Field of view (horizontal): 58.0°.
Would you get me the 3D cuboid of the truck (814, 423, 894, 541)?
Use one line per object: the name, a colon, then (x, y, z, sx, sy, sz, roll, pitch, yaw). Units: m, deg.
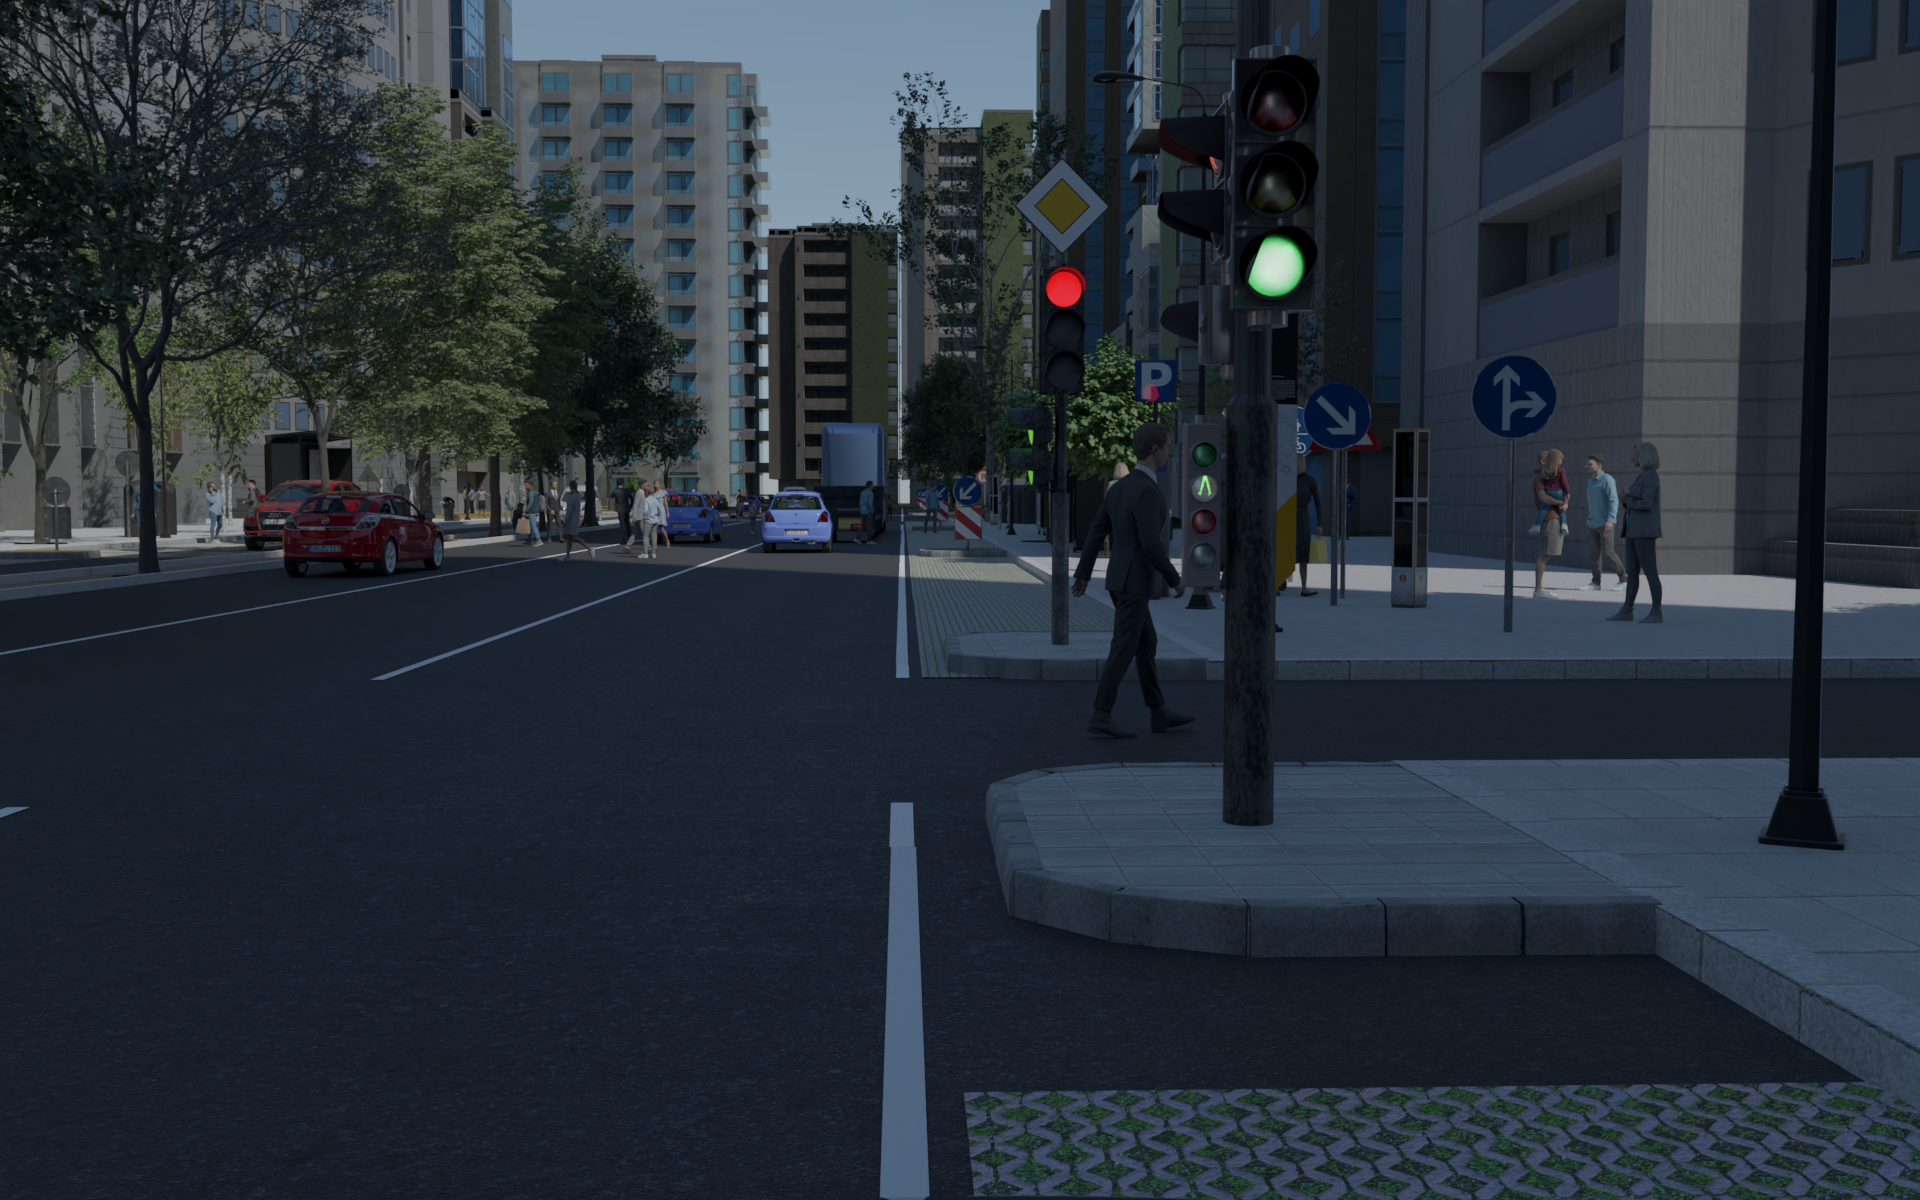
truck: (-3.970, -4.305, 60.149, 2.967, 4.110, 18.799, 0, 4, -1)

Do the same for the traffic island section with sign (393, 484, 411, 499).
traffic island section with sign: (-21.358, -3.507, 65.964, 1.989, 1.847, 2.006, 0, 4, -2)

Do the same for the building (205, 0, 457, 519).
building: (-44.144, -34.220, 101.497, 21.231, 58.520, 28.212, 0, 4, -2)

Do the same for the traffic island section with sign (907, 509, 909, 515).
traffic island section with sign: (-2.516, -6.633, 117.083, 1.989, 1.847, 2.006, 0, 4, -2)

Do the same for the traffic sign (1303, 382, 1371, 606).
traffic sign: (4.300, -1.207, 19.844, 0.768, 2.556, 0.104, 0, 4, 6)

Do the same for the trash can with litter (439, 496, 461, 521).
trash can with litter: (-24.158, -4.325, 82.108, 0.624, 1.170, 1.055, 1, 4, 15)

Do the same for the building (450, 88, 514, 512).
building: (-40.675, -21.523, 123.600, 14.160, 30.474, 14.107, 0, 4, -2)

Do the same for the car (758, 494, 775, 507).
car: (-15.609, -8.002, 140.626, 2.009, 1.686, 4.222, 0, 4, -1)

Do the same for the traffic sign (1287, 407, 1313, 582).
traffic sign: (4.817, -1.535, 25.198, 0.768, 2.556, 0.104, 0, 4, 3)

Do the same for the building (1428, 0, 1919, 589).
building: (24.591, -29.883, 30.582, 28.212, 58.520, 21.231, 0, 4, -2)

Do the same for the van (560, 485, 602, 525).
van: (-18.190, -4.629, 82.702, 2.013, 2.044, 4.112, 0, 4, -3)

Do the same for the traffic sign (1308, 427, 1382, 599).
traffic sign: (4.690, -1.294, 21.163, 0.884, 2.594, 0.081, 0, 4, 7)

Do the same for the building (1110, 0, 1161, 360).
building: (19.378, -48.904, 112.256, 22.319, 86.520, 31.000, 0, 4, -2)

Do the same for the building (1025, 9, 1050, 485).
building: (13.473, -28.566, 150.647, 14.154, 41.232, 14.086, 0, 4, -2)

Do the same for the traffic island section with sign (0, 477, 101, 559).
traffic island section with sign: (-20.446, -1.839, 38.704, 1.989, 1.847, 2.006, 0, 4, -2)

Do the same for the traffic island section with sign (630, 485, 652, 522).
traffic island section with sign: (-16.103, -4.950, 89.066, 2.006, 1.907, 1.989, 0, 4, -2)

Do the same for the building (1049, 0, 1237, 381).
building: (14.504, -29.726, 136.122, 14.600, 45.320, 14.200, 0, 4, -2)

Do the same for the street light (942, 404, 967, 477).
street light: (-0.207, -7.138, 89.251, 1.470, 5.913, 1.316, 0, 4, -2)

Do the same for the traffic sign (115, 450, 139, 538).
traffic sign: (-24.322, -3.090, 50.624, 0.768, 2.556, 0.104, 0, 4, 4)

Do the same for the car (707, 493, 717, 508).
car: (-19.903, -7.661, 134.293, 2.155, 1.783, 4.494, 0, 4, -1)

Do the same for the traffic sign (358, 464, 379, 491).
traffic sign: (-25.329, -4.534, 74.128, 0.884, 2.594, 0.081, 0, 4, -1)

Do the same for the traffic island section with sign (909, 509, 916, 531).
traffic island section with sign: (-0.889, -3.637, 68.089, 1.989, 1.847, 2.006, 0, 4, -2)

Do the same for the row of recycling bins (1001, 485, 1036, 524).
row of recycling bins: (2.587, -4.170, 75.297, 1.069, 1.692, 3.534, -1, 4, -22)

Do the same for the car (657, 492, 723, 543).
car: (-8.068, -2.568, 51.579, 1.945, 1.707, 3.694, 0, 4, -1)

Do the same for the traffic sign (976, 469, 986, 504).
traffic sign: (1.210, -5.418, 88.683, 0.768, 2.556, 0.104, 0, 4, 1)

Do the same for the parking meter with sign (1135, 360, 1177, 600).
parking meter with sign: (2.415, -1.559, 21.755, 0.543, 3.016, 1.738, 1, 4, 9)

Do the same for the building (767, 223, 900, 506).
building: (-13.563, -25.427, 187.440, 14.107, 30.474, 14.160, 0, 4, -2)

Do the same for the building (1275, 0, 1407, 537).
building: (17.435, -24.919, 57.543, 14.600, 45.320, 14.200, 0, 4, -2)

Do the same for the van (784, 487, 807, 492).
van: (-9.637, -5.804, 101.906, 2.013, 2.044, 4.112, 0, 4, -3)

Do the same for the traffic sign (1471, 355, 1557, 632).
traffic sign: (5.095, -0.974, 16.023, 0.768, 2.556, 0.104, 0, 4, 6)

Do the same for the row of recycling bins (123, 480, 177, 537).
row of recycling bins: (-24.736, -2.798, 52.853, 1.069, 1.692, 3.534, -1, 4, -12)

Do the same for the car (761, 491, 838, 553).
car: (-4.039, -2.065, 43.348, 1.945, 1.707, 3.694, 0, 4, -4)

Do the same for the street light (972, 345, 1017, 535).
street light: (1.074, -4.988, 54.100, 1.470, 5.913, 1.316, 0, 4, -2)

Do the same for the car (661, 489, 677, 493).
car: (-20.632, -6.835, 120.422, 2.281, 1.827, 5.304, 0, 4, -2)

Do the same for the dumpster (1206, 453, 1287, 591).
dumpster: (3.789, -1.095, 23.657, 1.264, 1.857, 1.865, 0, 4, -2)

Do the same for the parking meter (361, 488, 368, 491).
parking meter: (-24.731, -3.879, 71.825, 0.372, 1.533, 0.369, 0, 3, 0)

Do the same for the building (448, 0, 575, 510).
building: (-50.012, -50.770, 142.762, 31.000, 86.520, 22.319, 0, 4, -2)

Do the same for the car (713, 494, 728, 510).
car: (-22.199, -9.063, 157.961, 2.009, 1.686, 4.222, 0, 4, -1)

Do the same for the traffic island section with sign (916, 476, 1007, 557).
traffic island section with sign: (0.049, -1.910, 39.852, 1.989, 1.847, 2.006, 0, 4, -2)

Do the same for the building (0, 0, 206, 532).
building: (-37.927, -17.286, 60.124, 11.434, 29.767, 29.804, 0, 4, -2)

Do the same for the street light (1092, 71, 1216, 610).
street light: (2.152, -2.854, 19.208, 1.470, 5.913, 1.316, 0, 4, -2)

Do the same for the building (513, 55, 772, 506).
building: (-36.100, -34.995, 191.780, 30.456, 49.044, 23.786, 0, 4, -2)

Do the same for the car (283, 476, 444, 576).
car: (-10.795, -1.380, 31.598, 2.155, 1.783, 4.494, 0, 3, 0)

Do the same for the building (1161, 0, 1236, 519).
building: (16.091, -24.229, 79.737, 14.154, 41.232, 14.086, 0, 4, -2)

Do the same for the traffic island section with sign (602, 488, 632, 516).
traffic island section with sign: (-23.022, -6.577, 116.166, 1.989, 1.847, 2.006, 0, 4, -2)

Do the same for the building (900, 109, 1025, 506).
building: (0.528, -30.819, 187.488, 14.086, 41.232, 14.154, 0, 4, -2)

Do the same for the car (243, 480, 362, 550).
car: (-17.166, -2.270, 45.795, 2.281, 1.827, 5.304, 0, 4, -1)

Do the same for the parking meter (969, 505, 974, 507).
parking meter: (0.451, -4.372, 79.888, 0.372, 1.533, 0.369, 0, 3, 0)

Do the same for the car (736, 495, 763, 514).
car: (-14.994, -6.768, 123.233, 1.945, 1.354, 3.894, 0, 4, -3)
